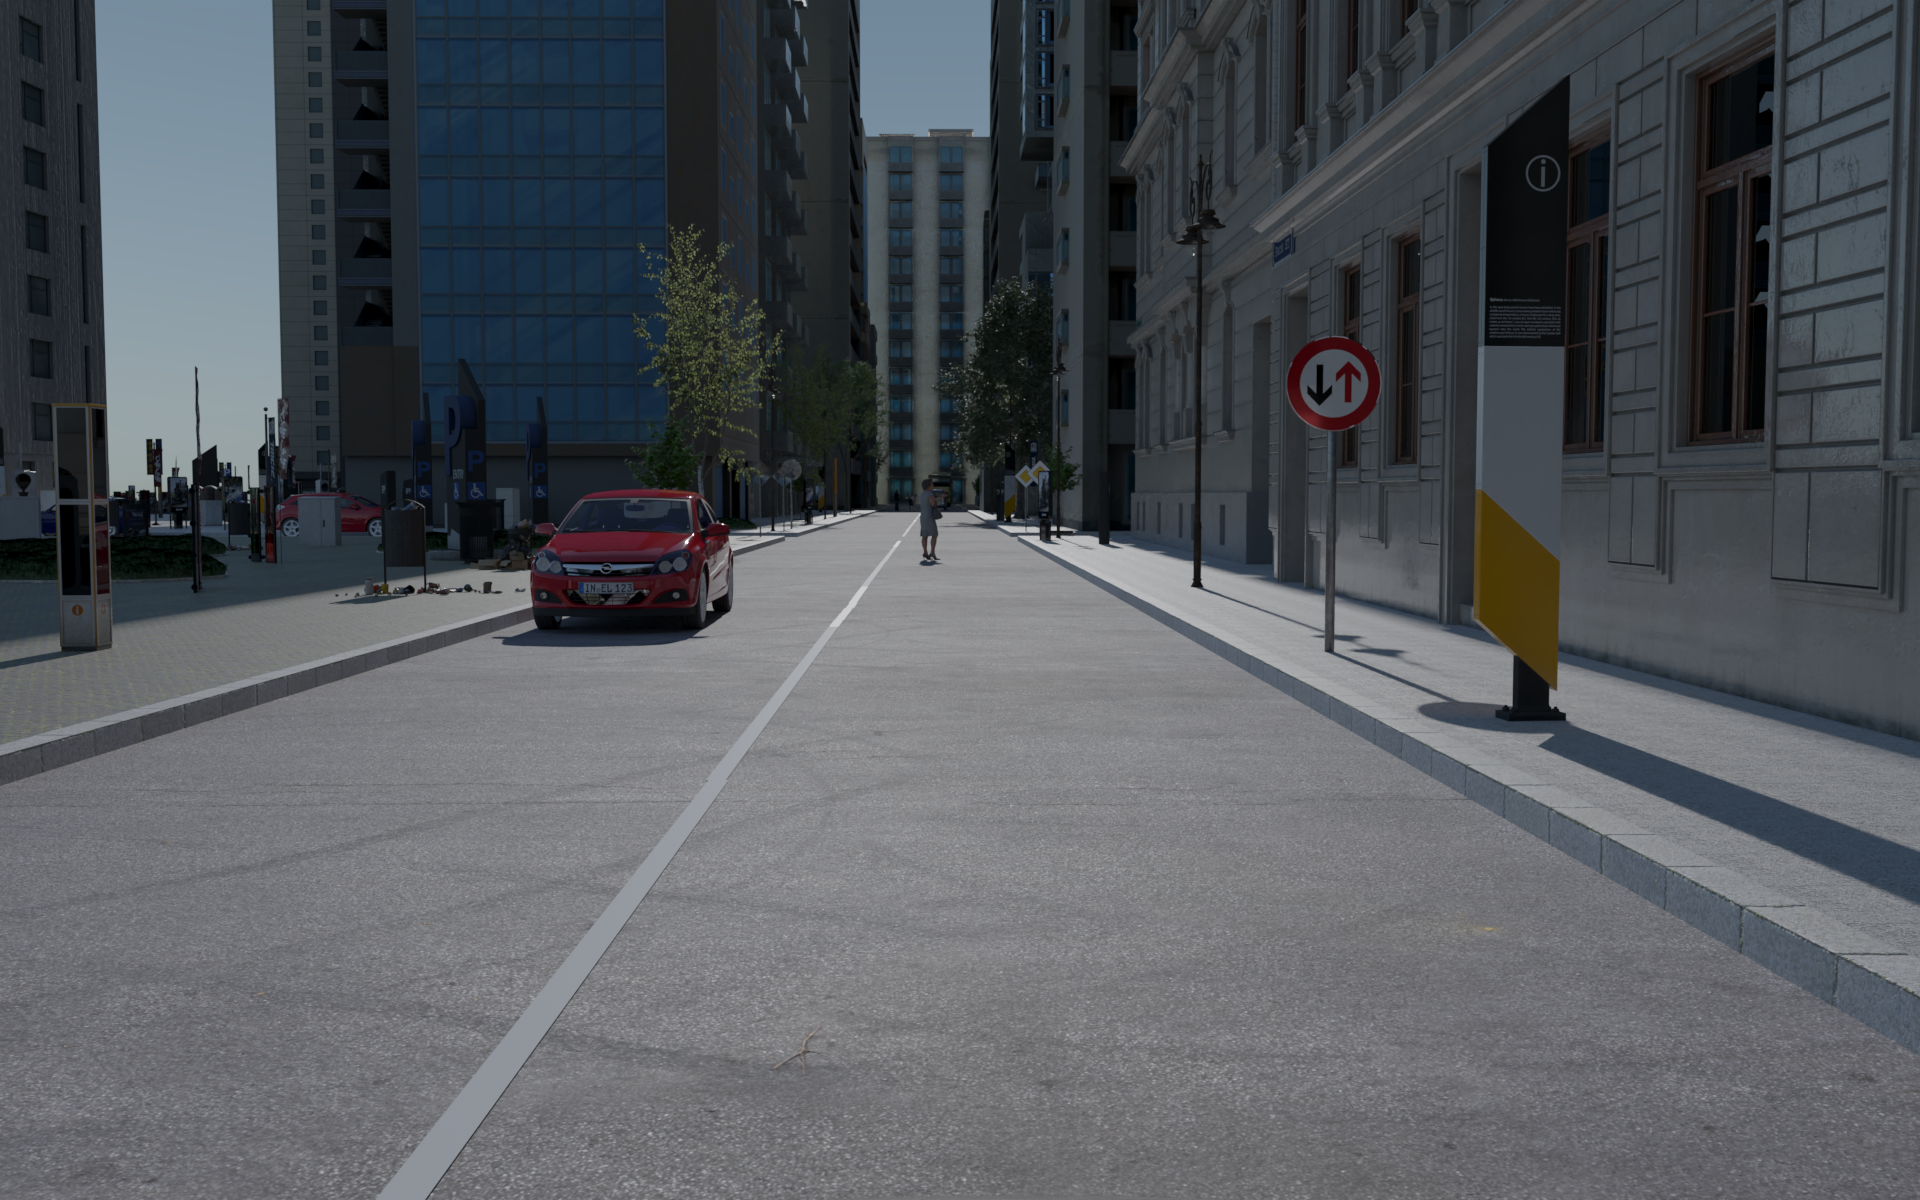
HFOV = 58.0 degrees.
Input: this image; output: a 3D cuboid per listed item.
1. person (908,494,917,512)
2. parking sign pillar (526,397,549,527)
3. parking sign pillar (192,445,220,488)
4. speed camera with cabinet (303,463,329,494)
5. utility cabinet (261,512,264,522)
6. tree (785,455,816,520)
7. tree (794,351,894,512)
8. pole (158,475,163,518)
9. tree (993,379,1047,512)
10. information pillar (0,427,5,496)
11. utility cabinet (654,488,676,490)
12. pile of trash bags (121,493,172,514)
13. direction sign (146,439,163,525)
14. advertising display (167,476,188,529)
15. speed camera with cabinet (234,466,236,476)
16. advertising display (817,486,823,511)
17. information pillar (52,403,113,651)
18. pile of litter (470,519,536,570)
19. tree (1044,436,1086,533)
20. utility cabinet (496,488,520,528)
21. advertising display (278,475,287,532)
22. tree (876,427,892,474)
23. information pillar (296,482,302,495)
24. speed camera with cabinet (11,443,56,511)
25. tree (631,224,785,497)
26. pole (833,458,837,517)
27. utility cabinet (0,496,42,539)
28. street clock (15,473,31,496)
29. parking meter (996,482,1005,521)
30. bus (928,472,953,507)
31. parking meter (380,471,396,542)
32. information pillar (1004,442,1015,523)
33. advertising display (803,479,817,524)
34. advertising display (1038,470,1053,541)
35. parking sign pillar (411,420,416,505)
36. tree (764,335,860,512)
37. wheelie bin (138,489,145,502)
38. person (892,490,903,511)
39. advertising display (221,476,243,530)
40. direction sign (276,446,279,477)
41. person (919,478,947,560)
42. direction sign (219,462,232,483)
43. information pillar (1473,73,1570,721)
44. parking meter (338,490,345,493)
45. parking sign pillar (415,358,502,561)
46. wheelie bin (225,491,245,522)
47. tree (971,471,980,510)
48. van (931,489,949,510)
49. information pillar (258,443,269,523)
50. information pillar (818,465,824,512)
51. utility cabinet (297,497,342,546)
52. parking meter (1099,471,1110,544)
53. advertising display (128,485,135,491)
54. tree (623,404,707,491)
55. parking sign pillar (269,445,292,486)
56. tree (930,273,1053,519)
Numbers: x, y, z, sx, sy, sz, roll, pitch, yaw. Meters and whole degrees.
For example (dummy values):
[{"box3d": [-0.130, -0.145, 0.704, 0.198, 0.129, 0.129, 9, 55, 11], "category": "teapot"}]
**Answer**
[{"box3d": [-3.731, -7.704, 137.642, 0.799, 1.438, 0.628, 0, 4, 8], "category": "person"}, {"box3d": [-11.556, -3.603, 47.388, 1.447, 3.967, 1.447, -1, 4, -19], "category": "parking sign pillar"}, {"box3d": [-41.040, -6.470, 94.263, 1.447, 3.967, 1.447, 0, 4, -5], "category": "parking sign pillar"}, {"box3d": [-41.614, -7.159, 111.385, 0.660, 3.252, 2.038, 3, 5, 40], "category": "speed camera with cabinet"}, {"box3d": [-32.042, -4.191, 79.689, 0.306, 1.237, 1.020, 2, 4, 30], "category": "utility cabinet"}, {"box3d": [-7.840, -5.537, 85.135, 1.663, 3.219, 1.824, 0, 3, 0], "category": "tree"}, {"box3d": [-8.361, -12.260, 126.200, 9.928, 11.665, 9.643, 0, 3, 0], "category": "tree"}, {"box3d": [-42.988, -6.068, 93.047, 0.158, 3.312, 0.155, 0, 3, 0], "category": "pole"}, {"box3d": [3.010, -9.087, 98.929, 4.360, 8.622, 3.978, 0, 3, 0], "category": "tree"}, {"box3d": [-28.616, -3.670, 51.362, 0.183, 3.616, 0.504, 3, 5, 44], "category": "information pillar"}, {"box3d": [-10.235, -3.155, 60.266, 1.173, 1.500, 0.318, 3, 5, 40], "category": "utility cabinet"}, {"box3d": [-51.948, -6.140, 110.140, 1.912, 1.369, 3.447, 2, 4, 28], "category": "pile of trash bags"}, {"box3d": [-32.936, -4.824, 70.872, 0.876, 3.537, 0.379, 2, 4, 24], "category": "direction sign"}, {"box3d": [-28.885, -3.593, 63.961, 0.123, 1.923, 0.974, 1, 4, 14], "category": "advertising display"}, {"box3d": [-51.806, -7.811, 122.048, 2.038, 3.252, 0.660, 0, 4, -4], "category": "speed camera with cabinet"}, {"box3d": [-10.645, -7.756, 132.029, 0.974, 1.923, 0.123, 3, 5, 39], "category": "advertising display"}, {"box3d": [-7.194, -0.594, 14.210, 0.304, 2.012, 0.304, 0, 4, -2], "category": "information pillar"}, {"box3d": [-7.688, -0.957, 29.607, 1.176, 0.858, 1.719, -2, 4, -35], "category": "pile of litter"}, {"box3d": [3.307, -3.877, 57.985, 1.663, 3.219, 1.824, 0, 3, 0], "category": "tree"}, {"box3d": [-16.514, -3.343, 63.332, 0.318, 1.500, 1.173, -3, 5, -45], "category": "utility cabinet"}, {"box3d": [-22.997, -3.278, 58.813, 0.123, 1.923, 0.974, -2, 4, -31], "category": "advertising display"}, {"box3d": [-9.396, -14.582, 188.781, 4.360, 8.622, 3.978, 0, 3, 0], "category": "tree"}, {"box3d": [-39.521, -6.050, 103.403, 0.304, 2.012, 0.304, 1, 4, 8], "category": "information pillar"}, {"box3d": [-35.365, -4.427, 66.725, 2.038, 3.252, 0.660, 0, 4, -1], "category": "speed camera with cabinet"}, {"box3d": [-6.987, -5.914, 47.062, 4.360, 8.622, 3.978, 0, 3, 0], "category": "tree"}, {"box3d": [-7.046, -6.348, 97.640, 0.158, 3.312, 0.155, 0, 3, 0], "category": "pole"}, {"box3d": [-24.604, -2.086, 45.271, 1.020, 1.237, 0.306, -1, 4, -23], "category": "utility cabinet"}, {"box3d": [-32.470, -3.395, 60.075, 0.471, 2.002, 0.358, -2, 4, -34], "category": "street clock"}, {"box3d": [1.921, -4.699, 82.540, 0.255, 1.863, 0.399, 3, 5, 41], "category": "parking meter"}, {"box3d": [-2.216, -12.208, 191.143, 2.896, 3.916, 12.252, 0, 4, 0], "category": "bus"}, {"box3d": [-14.341, -2.309, 43.459, 0.255, 1.863, 0.399, -3, 5, -44], "category": "parking meter"}, {"box3d": [2.234, -5.291, 77.865, 0.504, 3.616, 0.183, 0, 4, -7], "category": "information pillar"}, {"box3d": [-6.417, -4.173, 73.439, 0.123, 1.923, 0.974, 1, 4, 16], "category": "advertising display"}, {"box3d": [2.352, -2.600, 47.719, 0.123, 1.923, 0.974, -1, 4, -15], "category": "advertising display"}, {"box3d": [-14.082, -3.481, 45.388, 1.447, 3.967, 1.447, -1, 4, -19], "category": "parking sign pillar"}, {"box3d": [-6.944, -7.981, 80.846, 4.737, 8.622, 4.395, 0, 3, 0], "category": "tree"}, {"box3d": [-49.781, -5.980, 105.679, 0.693, 1.594, 0.980, -2, 4, -26], "category": "wheelie bin"}, {"box3d": [-5.406, -8.585, 148.879, 0.705, 1.822, 1.348, 3, 5, 41], "category": "person"}, {"box3d": [-26.027, -3.472, 61.982, 0.123, 1.923, 0.974, 1, 4, 17], "category": "advertising display"}, {"box3d": [-31.978, -5.475, 81.509, 0.379, 3.537, 0.876, 0, 4, 7], "category": "direction sign"}, {"box3d": [-0.564, -1.762, 37.660, 0.532, 1.782, 0.716, -2, 4, -30], "category": "person"}, {"box3d": [-52.083, -8.004, 122.855, 0.876, 3.537, 0.379, 0, 4, -4], "category": "direction sign"}, {"box3d": [3.171, -1.126, 9.757, 0.504, 3.616, 0.183, 0, 4, -6], "category": "information pillar"}, {"box3d": [-35.299, -5.535, 98.905, 0.372, 1.533, 0.369, 0, 3, 0], "category": "parking meter"}, {"box3d": [-9.680, -2.780, 33.930, 1.447, 3.967, 1.447, -2, 4, -32], "category": "parking sign pillar"}, {"box3d": [-33.784, -4.431, 80.350, 0.693, 1.594, 0.980, 0, 4, -2], "category": "wheelie bin"}, {"box3d": [1.605, -9.073, 142.936, 1.663, 3.219, 1.824, 0, 3, 0], "category": "tree"}, {"box3d": [-1.980, -8.935, 153.093, 2.013, 2.044, 4.112, 0, 4, 0], "category": "van"}, {"box3d": [-30.598, -5.187, 76.157, 0.504, 3.616, 0.183, 1, 4, 13], "category": "information pillar"}, {"box3d": [-9.669, -7.925, 120.931, 0.504, 3.616, 0.183, -1, 4, -15], "category": "information pillar"}, {"box3d": [-15.972, -1.959, 43.196, 1.020, 1.237, 0.306, 1, 4, 11], "category": "utility cabinet"}, {"box3d": [3.696, -2.362, 44.336, 0.255, 1.863, 0.399, 1, 4, 11], "category": "parking meter"}, {"box3d": [-60.396, -7.408, 126.328, 0.123, 1.923, 0.974, 0, 4, -4], "category": "advertising display"}, {"box3d": [-6.237, -2.618, 37.402, 1.663, 3.219, 1.824, 0, 3, 0], "category": "tree"}, {"box3d": [-34.568, -6.098, 88.172, 1.447, 3.967, 1.447, 1, 4, 14], "category": "parking sign pillar"}, {"box3d": [3.249, -10.575, 89.912, 9.611, 12.733, 9.660, 0, 3, 0], "category": "tree"}]
